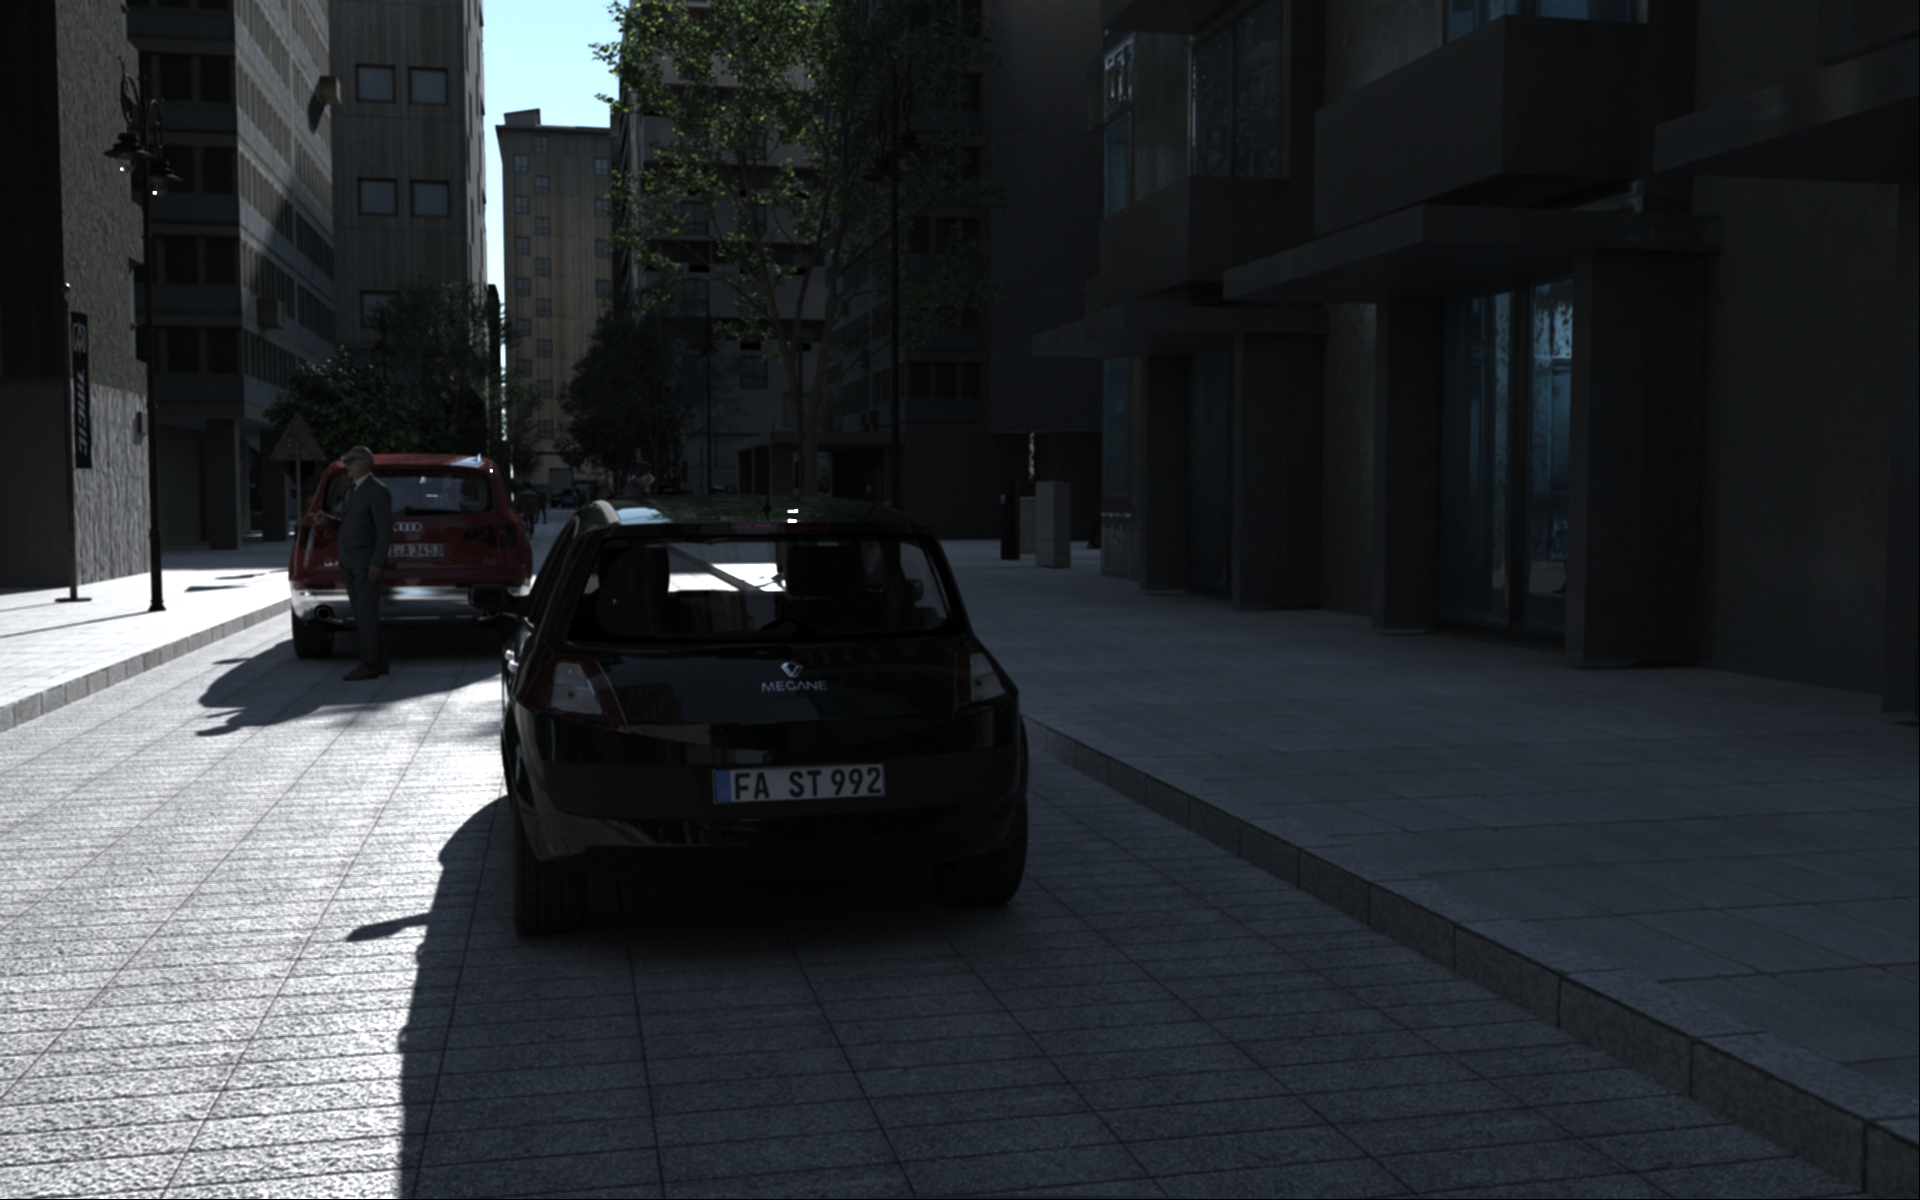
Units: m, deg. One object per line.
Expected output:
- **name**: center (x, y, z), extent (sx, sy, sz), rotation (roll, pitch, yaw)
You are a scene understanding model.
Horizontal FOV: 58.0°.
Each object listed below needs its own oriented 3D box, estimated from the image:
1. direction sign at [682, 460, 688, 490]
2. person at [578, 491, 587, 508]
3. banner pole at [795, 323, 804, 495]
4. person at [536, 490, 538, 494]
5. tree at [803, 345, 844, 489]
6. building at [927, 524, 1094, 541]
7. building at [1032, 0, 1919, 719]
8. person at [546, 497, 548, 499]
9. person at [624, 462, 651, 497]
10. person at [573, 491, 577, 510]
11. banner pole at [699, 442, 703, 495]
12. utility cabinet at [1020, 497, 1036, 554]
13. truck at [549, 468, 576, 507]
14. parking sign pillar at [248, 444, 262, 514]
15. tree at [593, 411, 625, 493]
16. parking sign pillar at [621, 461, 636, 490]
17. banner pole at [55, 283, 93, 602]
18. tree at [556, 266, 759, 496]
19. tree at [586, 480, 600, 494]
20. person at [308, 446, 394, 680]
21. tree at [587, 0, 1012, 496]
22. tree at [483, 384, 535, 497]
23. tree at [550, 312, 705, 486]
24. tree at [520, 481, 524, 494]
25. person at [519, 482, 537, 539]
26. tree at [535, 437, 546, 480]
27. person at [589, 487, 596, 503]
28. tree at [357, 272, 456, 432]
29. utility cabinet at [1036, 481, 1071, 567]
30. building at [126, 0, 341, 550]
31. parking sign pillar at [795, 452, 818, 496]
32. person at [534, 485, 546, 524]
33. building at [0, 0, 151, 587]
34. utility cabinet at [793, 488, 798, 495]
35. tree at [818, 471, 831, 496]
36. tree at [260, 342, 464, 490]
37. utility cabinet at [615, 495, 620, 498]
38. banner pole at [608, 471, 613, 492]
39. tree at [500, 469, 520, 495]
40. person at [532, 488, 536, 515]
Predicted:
- **direction sign**: center (-18.560, -7.640, 116.916), extent (0.379, 3.537, 0.876), rotation (-2, 4, -31)
- **person**: center (-34.926, -9.247, 160.235), extent (0.990, 1.755, 0.434), rotation (2, 4, 25)
- **banner pole**: center (-2.360, -2.183, 25.704), extent (0.401, 3.779, 0.863), rotation (0, 4, -4)
- **person**: center (-39.052, -9.246, 159.757), extent (0.705, 1.814, 1.350), rotation (-3, 4, -37)
- **tree**: center (-5.548, -8.083, 82.527), extent (4.737, 8.622, 4.395), rotation (0, 3, 0)
- **building**: center (9.276, -22.236, 55.436), extent (32.217, 40.220, 23.993), rotation (-1, 4, -13)
- **building**: center (14.336, -24.200, 15.273), extent (23.786, 49.044, 30.456), rotation (-1, 4, -13)
- **person**: center (-39.832, -9.554, 164.705), extent (1.348, 1.824, 0.705), rotation (0, 4, 4)
- **person**: center (-4.160, -0.871, 22.555), extent (0.447, 1.846, 0.655), rotation (-2, 4, -25)
- **person**: center (-34.879, -9.059, 157.337), extent (0.721, 1.736, 1.217), rotation (-1, 4, -12)
- **banner pole**: center (-12.423, -5.692, 83.080), extent (0.401, 3.779, 0.863), rotation (-1, 4, -18)
- **utility cabinet**: center (1.438, -1.586, 37.100), extent (1.020, 1.237, 0.306), rotation (-1, 4, -13)
- **truck**: center (-44.207, -12.449, 192.459), extent (2.839, 4.237, 11.283), rotation (-1, 4, -11)
- **parking sign pillar**: center (-32.963, -5.611, 80.209), extent (1.447, 3.967, 1.447), rotation (1, 4, 9)
- **tree**: center (-30.778, -12.381, 152.790), extent (4.360, 8.622, 3.978), rotation (0, 3, 0)
- **parking sign pillar**: center (-22.193, -7.851, 116.832), extent (1.447, 3.967, 1.447), rotation (1, 4, 19)
- **banner pole**: center (-10.649, -1.888, 20.893), extent (0.401, 3.779, 0.863), rotation (0, 4, -4)
- **tree**: center (-15.712, -10.990, 90.054), extent (12.009, 13.543, 11.850), rotation (0, 3, 0)
- **tree**: center (-44.549, -13.276, 211.666), extent (1.663, 3.219, 1.824), rotation (0, 3, 0)
- **person**: center (-4.724, -0.295, 13.507), extent (0.661, 1.801, 0.590), rotation (3, 5, 43)
- **tree**: center (-2.895, -6.505, 32.120), extent (9.928, 11.665, 9.643), rotation (0, 3, 0)
- **tree**: center (-31.324, -10.184, 116.873), extent (4.360, 8.622, 3.978), rotation (0, 3, 0)
- **tree**: center (-20.718, -11.670, 107.817), extent (9.611, 12.733, 9.660), rotation (0, 3, 0)
- **tree**: center (-47.947, -11.669, 185.393), extent (1.663, 3.219, 1.824), rotation (0, 3, 0)
- **person**: center (-13.690, -2.846, 55.047), extent (0.620, 1.820, 0.660), rotation (3, 4, 39)
- **tree**: center (-44.304, -13.677, 173.974), extent (4.360, 8.622, 3.978), rotation (0, 3, 0)
- **person**: center (-25.903, -6.999, 122.299), extent (0.648, 1.900, 0.474), rotation (2, 4, 27)
- **tree**: center (-24.095, -9.456, 80.353), extent (9.928, 11.665, 9.643), rotation (0, 3, 0)
- **utility cabinet**: center (1.638, -1.327, 30.372), extent (0.318, 1.500, 1.173), rotation (-1, 4, -13)
- **building**: center (-29.568, -21.602, 45.070), extent (23.993, 40.220, 32.217), rotation (-1, 4, -13)
- **parking sign pillar**: center (-8.839, -6.796, 99.586), extent (1.447, 3.967, 1.447), rotation (0, 4, -1)
- **person**: center (-20.175, -4.580, 83.166), extent (0.755, 1.850, 0.659), rotation (2, 4, 34)
- **building**: center (-18.649, -15.153, 19.448), extent (14.160, 30.474, 14.107), rotation (-1, 4, -13)
- **utility cabinet**: center (-6.710, -3.625, 67.949), extent (1.173, 1.500, 0.318), rotation (-1, 4, -17)
- **tree**: center (-9.236, -7.654, 119.751), extent (1.663, 3.219, 1.824), rotation (0, 3, 0)
- **tree**: center (-13.384, -3.303, 37.713), extent (4.285, 4.588, 4.351), rotation (0, 3, 0)
- **utility cabinet**: center (-27.735, -7.854, 139.568), extent (1.020, 1.237, 0.306), rotation (-3, 4, -39)
- **banner pole**: center (-29.320, -9.480, 145.018), extent (0.863, 3.779, 0.401), rotation (3, 5, 41)
- **tree**: center (-35.448, -8.574, 134.781), extent (1.663, 3.219, 1.824), rotation (0, 3, 0)
- **person**: center (-29.582, -6.816, 120.041), extent (0.679, 1.850, 0.850), rotation (2, 4, 26)
